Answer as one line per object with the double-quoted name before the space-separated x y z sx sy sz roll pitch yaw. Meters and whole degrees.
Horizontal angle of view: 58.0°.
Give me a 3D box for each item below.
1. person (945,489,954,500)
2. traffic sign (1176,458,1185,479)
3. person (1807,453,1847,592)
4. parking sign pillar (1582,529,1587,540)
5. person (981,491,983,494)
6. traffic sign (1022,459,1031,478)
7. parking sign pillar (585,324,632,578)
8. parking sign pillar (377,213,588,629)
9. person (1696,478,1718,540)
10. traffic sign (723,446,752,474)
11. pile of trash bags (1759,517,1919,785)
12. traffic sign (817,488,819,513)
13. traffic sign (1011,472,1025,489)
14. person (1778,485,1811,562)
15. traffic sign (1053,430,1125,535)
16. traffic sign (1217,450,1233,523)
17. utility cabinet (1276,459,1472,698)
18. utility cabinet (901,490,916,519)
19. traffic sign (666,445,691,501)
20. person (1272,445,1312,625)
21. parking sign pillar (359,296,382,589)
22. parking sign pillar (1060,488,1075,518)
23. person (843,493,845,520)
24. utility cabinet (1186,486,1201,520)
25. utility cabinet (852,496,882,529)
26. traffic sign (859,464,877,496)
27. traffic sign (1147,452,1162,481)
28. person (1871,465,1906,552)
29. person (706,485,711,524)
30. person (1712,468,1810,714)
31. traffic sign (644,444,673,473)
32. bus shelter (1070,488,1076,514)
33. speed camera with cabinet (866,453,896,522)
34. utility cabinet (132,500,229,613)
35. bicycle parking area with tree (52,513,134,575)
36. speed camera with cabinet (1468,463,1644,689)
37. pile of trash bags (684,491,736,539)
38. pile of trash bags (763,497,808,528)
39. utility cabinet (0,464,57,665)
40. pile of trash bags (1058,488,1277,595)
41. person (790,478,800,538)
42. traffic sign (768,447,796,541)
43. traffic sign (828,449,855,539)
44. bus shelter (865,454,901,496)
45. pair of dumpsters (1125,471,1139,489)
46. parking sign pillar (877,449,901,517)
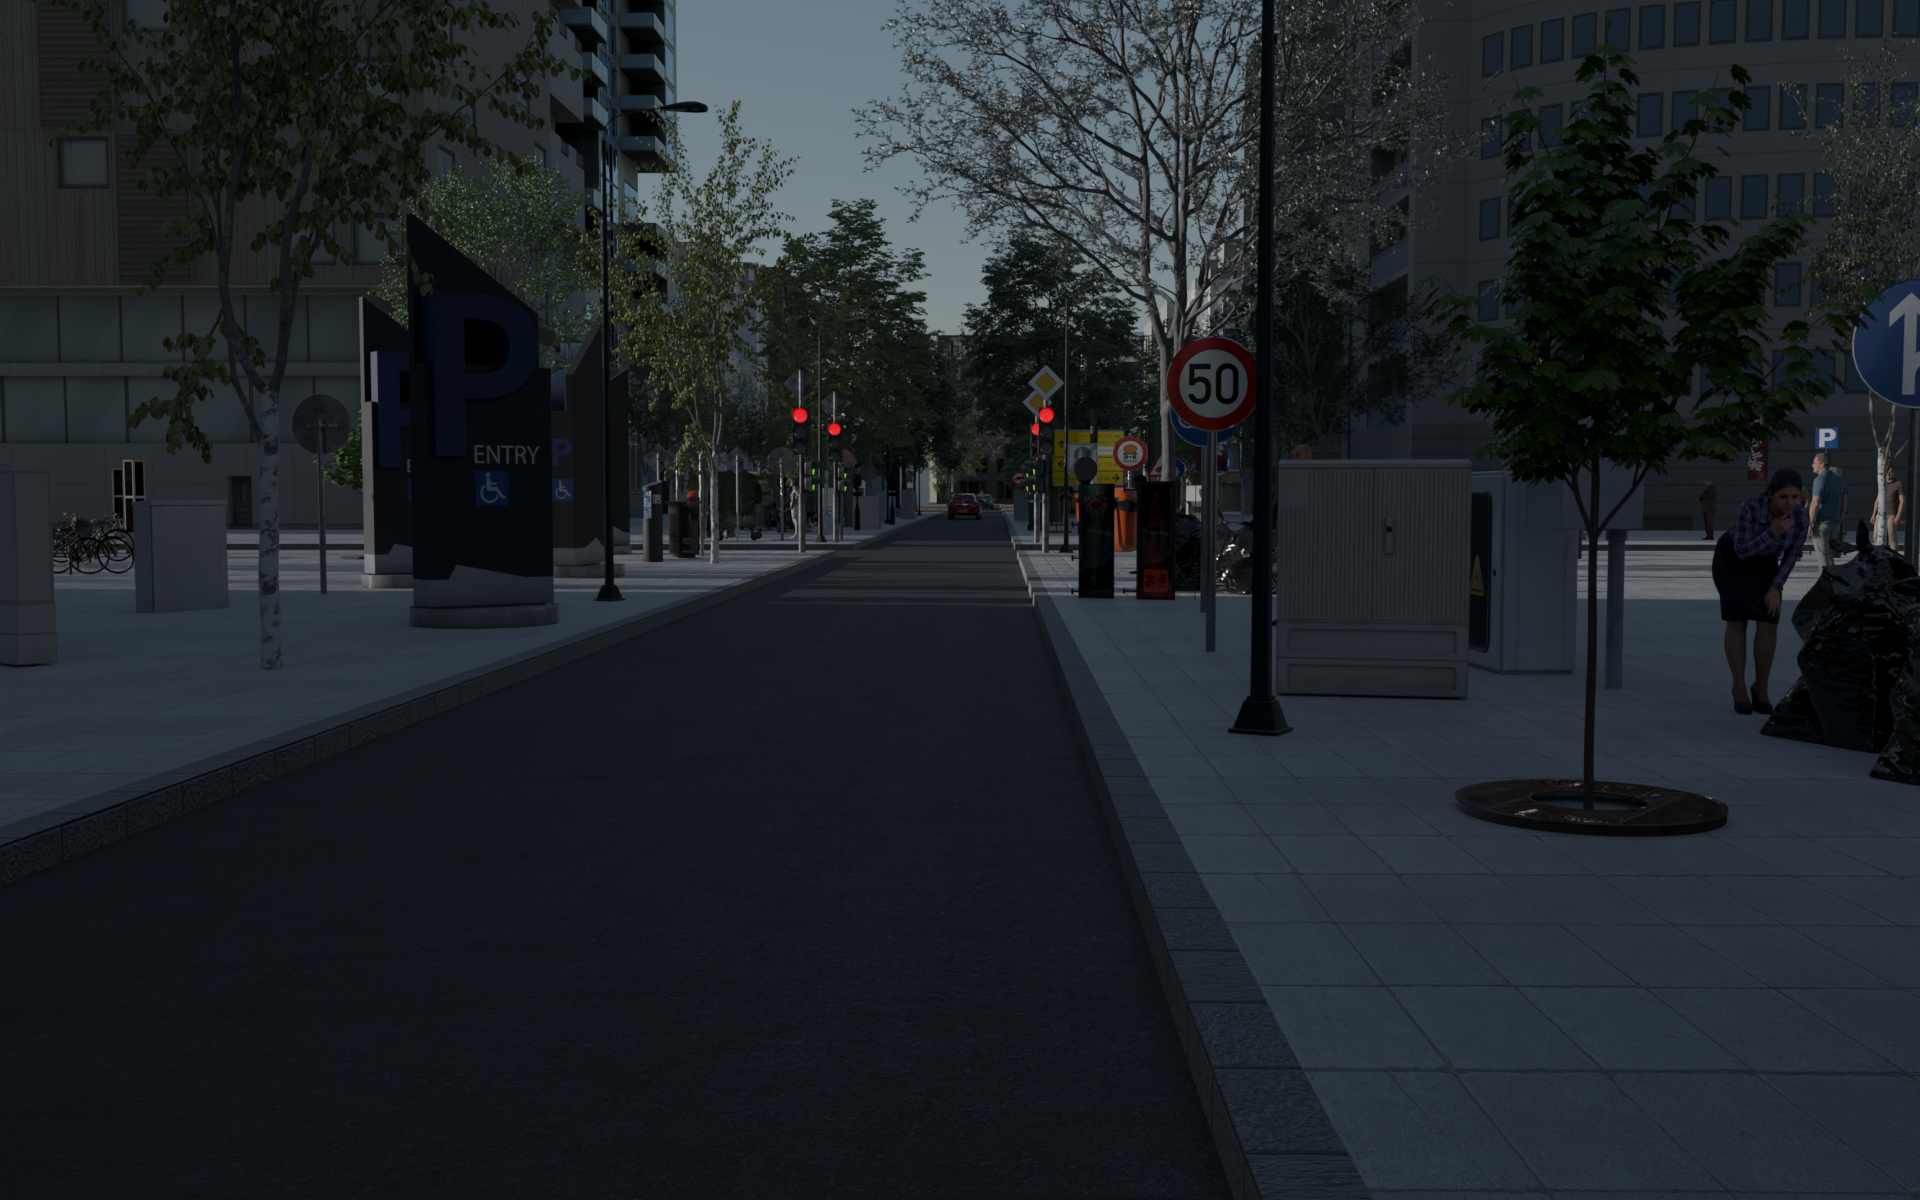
"person" -1.059 -11.187 189.085 1.348 1.807 0.705 -1 4 -14
"traffic sign" 7.579 -3.750 61.418 0.768 2.556 0.104 1 4 10
"person" 11.083 -0.982 22.224 0.598 1.807 0.434 -1 4 -17
"parking sign pillar" 16.993 -3.701 48.976 1.447 3.967 1.447 -3 4 -37
"person" 2.515 -11.482 196.226 1.348 1.824 0.705 -1 4 -9
"traffic sign" 2.601 -3.805 62.310 0.768 2.556 0.104 0 4 4
"parking sign pillar" -5.956 -2.351 26.916 1.447 3.967 1.447 0 4 8
"parking sign pillar" -4.710 -1.748 17.059 1.447 3.967 1.447 -3 4 -39
"person" 20.865 -2.549 48.407 0.600 1.739 0.565 -1 4 -22
"traffic sign" -6.065 -2.896 47.080 0.795 2.593 0.064 0 4 2
"pile of trash bags" 5.018 0.122 7.752 1.912 1.369 3.447 1 4 8
"traffic sign" -7.124 -5.299 86.740 0.768 2.556 0.104 1 4 9
"traffic sign" 3.304 -6.001 98.221 0.768 2.556 0.104 0 4 5
"person" 15.729 -1.617 33.016 0.750 1.759 0.617 -2 4 -27
"traffic sign" 4.072 -3.725 54.773 2.265 3.308 0.079 0 4 2
"traffic sign" 6.732 -2.762 45.262 0.768 2.556 0.104 0 4 4
"utility cabinet" 2.606 -0.139 10.954 1.173 1.500 0.318 1 4 12
"utility cabinet" -2.631 -4.876 88.394 0.318 1.500 1.173 -2 4 -28
"traffic sign" -7.394 -2.769 45.372 0.768 2.556 0.104 0 4 5
"person" 3.261 -0.616 16.668 0.434 1.755 0.990 -2 4 -35
"parking sign pillar" -7.591 -2.176 24.056 1.447 3.967 1.447 -3 4 -38
"parking sign pillar" 5.515 -6.467 94.202 1.447 3.967 1.447 -1 4 -20
"person" -5.020 -4.341 77.563 0.434 1.755 0.990 -1 4 -9
"utility cabinet" 6.373 -2.289 46.101 0.318 1.500 1.173 -1 4 -13
"utility cabinet" -3.375 -3.168 62.960 1.020 1.237 0.306 1 4 12
"traffic sign" -3.849 -4.417 72.324 0.768 2.556 0.104 0 4 7
"traffic sign" 6.172 -3.253 53.197 0.884 2.594 0.081 0 4 6
"person" 16.884 -1.553 31.562 0.434 1.807 0.598 -1 4 -12
"person" -10.539 -4.069 73.489 0.530 1.710 0.541 0 4 4
"person" 4.641 -0.045 10.010 0.421 1.427 0.697 0 3 0
"traffic sign" -7.882 -2.781 45.203 0.795 2.593 0.064 0 4 4
"bus shelter" 7.078 -7.258 109.947 1.731 3.624 6.357 0 4 1
"speed camera with cabinet" -3.742 -5.334 81.551 0.660 3.252 2.038 -2 4 -30
"utility cabinet" -8.586 -0.485 19.095 0.306 1.237 1.020 2 4 25
"bicycle parking area with tree" -18.111 -2.588 29.311 9.016 4.147 8.231 -1 4 -10
"speed camera with cabinet" 4.098 -1.089 12.147 0.660 3.252 2.038 0 4 -2
"pile of trash bags" -7.631 -2.535 51.194 1.912 1.369 3.447 0 4 -1
"pile of trash bags" -6.924 -3.376 64.945 1.912 1.369 3.447 1 4 13
"utility cabinet" -7.328 -0.276 13.186 1.173 1.500 0.318 3 4 36
"pile of trash bags" 3.216 -0.854 23.712 1.912 1.369 3.447 -3 5 -40
"person" -4.728 -2.650 50.095 0.376 1.734 0.841 0 4 4
"traffic sign" -4.839 -2.874 47.094 0.768 2.556 0.104 0 4 3
"traffic sign" -3.344 -2.987 48.943 0.768 2.556 0.104 0 4 4
"bus shelter" -4.474 -6.744 101.544 1.731 3.624 6.357 0 4 1
"pair of dumpsters" 5.522 -3.651 62.180 1.574 2.255 4.437 0 4 1
"parking sign pillar" -3.956 -6.548 95.526 1.447 3.967 1.447 0 4 -4
